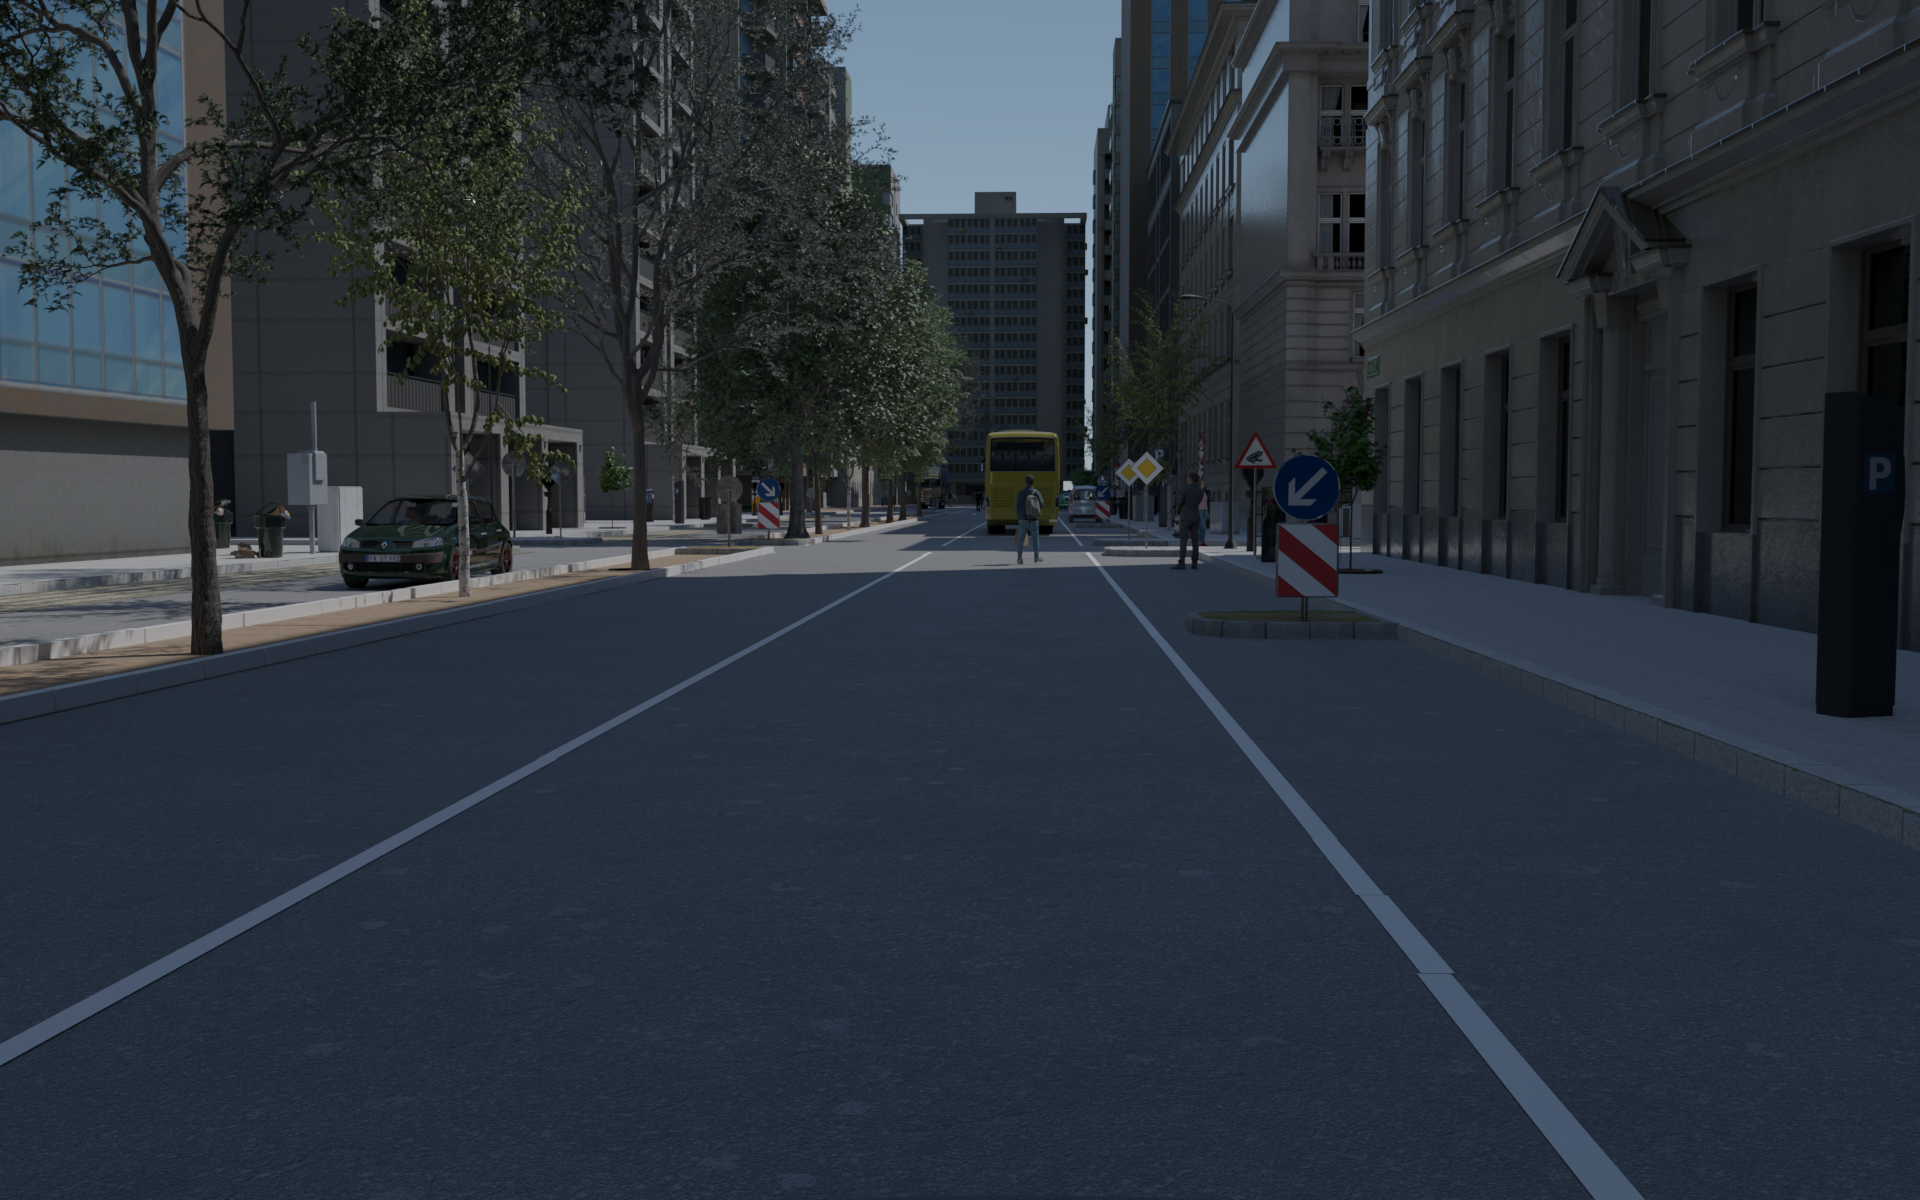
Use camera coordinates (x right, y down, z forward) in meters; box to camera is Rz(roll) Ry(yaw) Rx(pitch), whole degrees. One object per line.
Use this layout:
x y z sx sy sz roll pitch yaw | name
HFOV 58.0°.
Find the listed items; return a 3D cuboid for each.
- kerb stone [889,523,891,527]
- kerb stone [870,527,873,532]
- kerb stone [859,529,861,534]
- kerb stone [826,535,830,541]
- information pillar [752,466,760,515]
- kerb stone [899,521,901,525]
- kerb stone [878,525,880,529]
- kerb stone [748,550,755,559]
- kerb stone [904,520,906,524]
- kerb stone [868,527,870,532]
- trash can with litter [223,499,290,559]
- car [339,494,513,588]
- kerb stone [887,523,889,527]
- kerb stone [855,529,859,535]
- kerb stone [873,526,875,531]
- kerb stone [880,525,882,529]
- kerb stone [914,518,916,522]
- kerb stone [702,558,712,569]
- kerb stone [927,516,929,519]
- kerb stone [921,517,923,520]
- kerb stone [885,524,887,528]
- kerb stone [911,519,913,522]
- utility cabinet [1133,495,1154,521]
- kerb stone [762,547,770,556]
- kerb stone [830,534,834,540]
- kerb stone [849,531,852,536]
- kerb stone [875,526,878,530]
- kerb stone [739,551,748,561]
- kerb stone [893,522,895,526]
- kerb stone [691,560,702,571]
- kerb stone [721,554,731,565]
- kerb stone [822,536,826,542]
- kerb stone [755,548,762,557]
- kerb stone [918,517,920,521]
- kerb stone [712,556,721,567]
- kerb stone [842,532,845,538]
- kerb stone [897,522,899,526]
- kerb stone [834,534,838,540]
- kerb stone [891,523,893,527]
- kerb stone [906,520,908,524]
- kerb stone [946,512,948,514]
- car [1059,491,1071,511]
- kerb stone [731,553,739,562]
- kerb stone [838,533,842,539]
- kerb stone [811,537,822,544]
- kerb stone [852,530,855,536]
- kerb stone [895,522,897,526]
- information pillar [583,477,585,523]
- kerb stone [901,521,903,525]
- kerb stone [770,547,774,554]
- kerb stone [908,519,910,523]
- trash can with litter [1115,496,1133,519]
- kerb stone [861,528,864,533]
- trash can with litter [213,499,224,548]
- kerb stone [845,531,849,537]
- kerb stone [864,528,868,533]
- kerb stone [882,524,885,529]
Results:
-3.142 -3.160 73.868 0.120 0.150 1.000 0 4 3 | kerb stone
-3.505 -2.659 65.670 0.120 0.150 1.000 0 4 3 | kerb stone
-3.702 -2.407 61.555 0.120 0.150 1.000 0 4 3 | kerb stone
-4.120 -1.843 52.328 0.120 0.150 1.000 0 4 3 | kerb stone
-12.253 -6.878 103.806 0.504 3.616 0.183 -1 4 -14 | information pillar
-2.900 -3.473 78.973 0.120 0.150 1.000 0 4 3 | kerb stone
-3.380 -2.847 68.741 0.120 0.150 1.000 0 4 3 | kerb stone
-4.753 -0.992 38.481 0.120 0.150 1.000 0 4 3 | kerb stone
-2.769 -3.661 82.053 0.120 0.150 1.000 0 4 3 | kerb stone
-3.556 -2.596 64.647 0.120 0.150 1.000 0 4 3 | kerb stone
-14.006 -1.422 34.643 0.624 1.170 1.055 3 5 42 | trash can with litter
-8.481 -1.096 27.705 2.009 1.686 4.222 0 4 2 | car
-3.187 -3.090 72.844 0.120 0.150 1.000 0 4 3 | kerb stone
-3.747 -2.342 60.534 0.120 0.150 1.000 0 4 3 | kerb stone
-3.466 -2.722 66.693 0.120 0.150 1.000 0 4 3 | kerb stone
-3.329 -2.910 69.767 0.120 0.150 1.000 0 4 3 | kerb stone
-2.488 -4.037 88.204 0.120 0.150 1.000 0 4 3 | kerb stone
-4.984 -0.683 33.360 0.120 0.150 1.000 0 4 3 | kerb stone
-2.021 -4.665 98.467 0.120 0.150 1.000 0 4 3 | kerb stone
-2.249 -4.351 93.326 0.120 0.150 1.000 0 4 3 | kerb stone
-3.237 -3.032 71.823 0.120 0.150 1.000 0 4 3 | kerb stone
-2.582 -3.911 86.148 0.120 0.150 1.000 0 4 3 | kerb stone
8.672 -4.326 81.885 1.020 1.237 0.306 -2 4 -24 | utility cabinet
-4.653 -1.121 40.532 0.120 0.150 1.000 0 4 3 | kerb stone
-4.074 -1.901 53.363 0.120 0.150 1.000 0 4 3 | kerb stone
-3.842 -2.219 58.481 0.120 0.150 1.000 0 4 3 | kerb stone
-3.414 -2.781 67.720 0.120 0.150 1.000 0 4 3 | kerb stone
-4.791 -0.934 37.460 0.120 0.150 1.000 0 4 3 | kerb stone
-3.049 -3.283 75.910 0.120 0.150 1.000 0 4 3 | kerb stone
-5.028 -0.618 32.334 0.120 0.150 1.000 0 4 3 | kerb stone
-4.886 -0.808 35.409 0.120 0.150 1.000 0 4 3 | kerb stone
-4.169 -1.780 51.305 0.120 0.150 1.000 0 4 3 | kerb stone
-4.706 -1.055 39.506 0.120 0.150 1.000 0 4 3 | kerb stone
-2.344 -4.225 91.279 0.120 0.150 1.000 0 4 3 | kerb stone
-4.943 -0.746 34.387 0.120 0.150 1.000 0 4 3 | kerb stone
-3.930 -2.085 56.434 0.120 0.150 1.000 0 4 3 | kerb stone
-2.948 -3.410 77.952 0.120 0.150 1.000 0 4 3 | kerb stone
-4.026 -1.967 54.387 0.120 0.150 1.000 0 4 3 | kerb stone
-3.099 -3.222 74.889 0.120 0.150 1.000 0 4 3 | kerb stone
-2.725 -3.721 83.075 0.120 0.150 1.000 0 4 3 | kerb stone
-1.088 -5.918 118.958 0.120 0.150 1.000 0 4 3 | kerb stone
9.001 -8.342 145.195 1.959 1.807 4.718 0 4 3 | car
-4.839 -0.869 36.435 0.120 0.150 1.000 0 4 3 | kerb stone
-3.980 -2.032 55.413 0.120 0.150 1.000 0 4 3 | kerb stone
-4.201 -1.717 50.282 0.120 0.150 1.000 0 4 3 | kerb stone
-3.793 -2.282 59.508 0.120 0.150 1.000 0 4 3 | kerb stone
-2.999 -3.348 76.931 0.120 0.150 1.000 0 4 3 | kerb stone
-16.748 -4.407 76.551 0.304 2.012 0.304 0 4 -2 | information pillar
-2.870 -3.536 80.003 0.120 0.150 1.000 0 4 3 | kerb stone
-4.609 -1.184 41.553 0.120 0.150 1.000 0 4 3 | kerb stone
-2.670 -3.786 84.096 0.120 0.150 1.000 0 4 3 | kerb stone
8.508 -4.736 88.826 1.055 1.170 0.624 -3 5 -44 | trash can with litter
-3.656 -2.471 62.589 0.120 0.150 1.000 0 4 3 | kerb stone
-17.661 -1.794 40.726 1.055 1.170 0.624 1 4 12 | trash can with litter
-3.882 -2.154 57.455 0.120 0.150 1.000 0 4 3 | kerb stone
-3.600 -2.534 63.625 0.120 0.150 1.000 0 4 3 | kerb stone
-3.277 -2.972 70.795 0.120 0.150 1.000 0 4 3 | kerb stone
